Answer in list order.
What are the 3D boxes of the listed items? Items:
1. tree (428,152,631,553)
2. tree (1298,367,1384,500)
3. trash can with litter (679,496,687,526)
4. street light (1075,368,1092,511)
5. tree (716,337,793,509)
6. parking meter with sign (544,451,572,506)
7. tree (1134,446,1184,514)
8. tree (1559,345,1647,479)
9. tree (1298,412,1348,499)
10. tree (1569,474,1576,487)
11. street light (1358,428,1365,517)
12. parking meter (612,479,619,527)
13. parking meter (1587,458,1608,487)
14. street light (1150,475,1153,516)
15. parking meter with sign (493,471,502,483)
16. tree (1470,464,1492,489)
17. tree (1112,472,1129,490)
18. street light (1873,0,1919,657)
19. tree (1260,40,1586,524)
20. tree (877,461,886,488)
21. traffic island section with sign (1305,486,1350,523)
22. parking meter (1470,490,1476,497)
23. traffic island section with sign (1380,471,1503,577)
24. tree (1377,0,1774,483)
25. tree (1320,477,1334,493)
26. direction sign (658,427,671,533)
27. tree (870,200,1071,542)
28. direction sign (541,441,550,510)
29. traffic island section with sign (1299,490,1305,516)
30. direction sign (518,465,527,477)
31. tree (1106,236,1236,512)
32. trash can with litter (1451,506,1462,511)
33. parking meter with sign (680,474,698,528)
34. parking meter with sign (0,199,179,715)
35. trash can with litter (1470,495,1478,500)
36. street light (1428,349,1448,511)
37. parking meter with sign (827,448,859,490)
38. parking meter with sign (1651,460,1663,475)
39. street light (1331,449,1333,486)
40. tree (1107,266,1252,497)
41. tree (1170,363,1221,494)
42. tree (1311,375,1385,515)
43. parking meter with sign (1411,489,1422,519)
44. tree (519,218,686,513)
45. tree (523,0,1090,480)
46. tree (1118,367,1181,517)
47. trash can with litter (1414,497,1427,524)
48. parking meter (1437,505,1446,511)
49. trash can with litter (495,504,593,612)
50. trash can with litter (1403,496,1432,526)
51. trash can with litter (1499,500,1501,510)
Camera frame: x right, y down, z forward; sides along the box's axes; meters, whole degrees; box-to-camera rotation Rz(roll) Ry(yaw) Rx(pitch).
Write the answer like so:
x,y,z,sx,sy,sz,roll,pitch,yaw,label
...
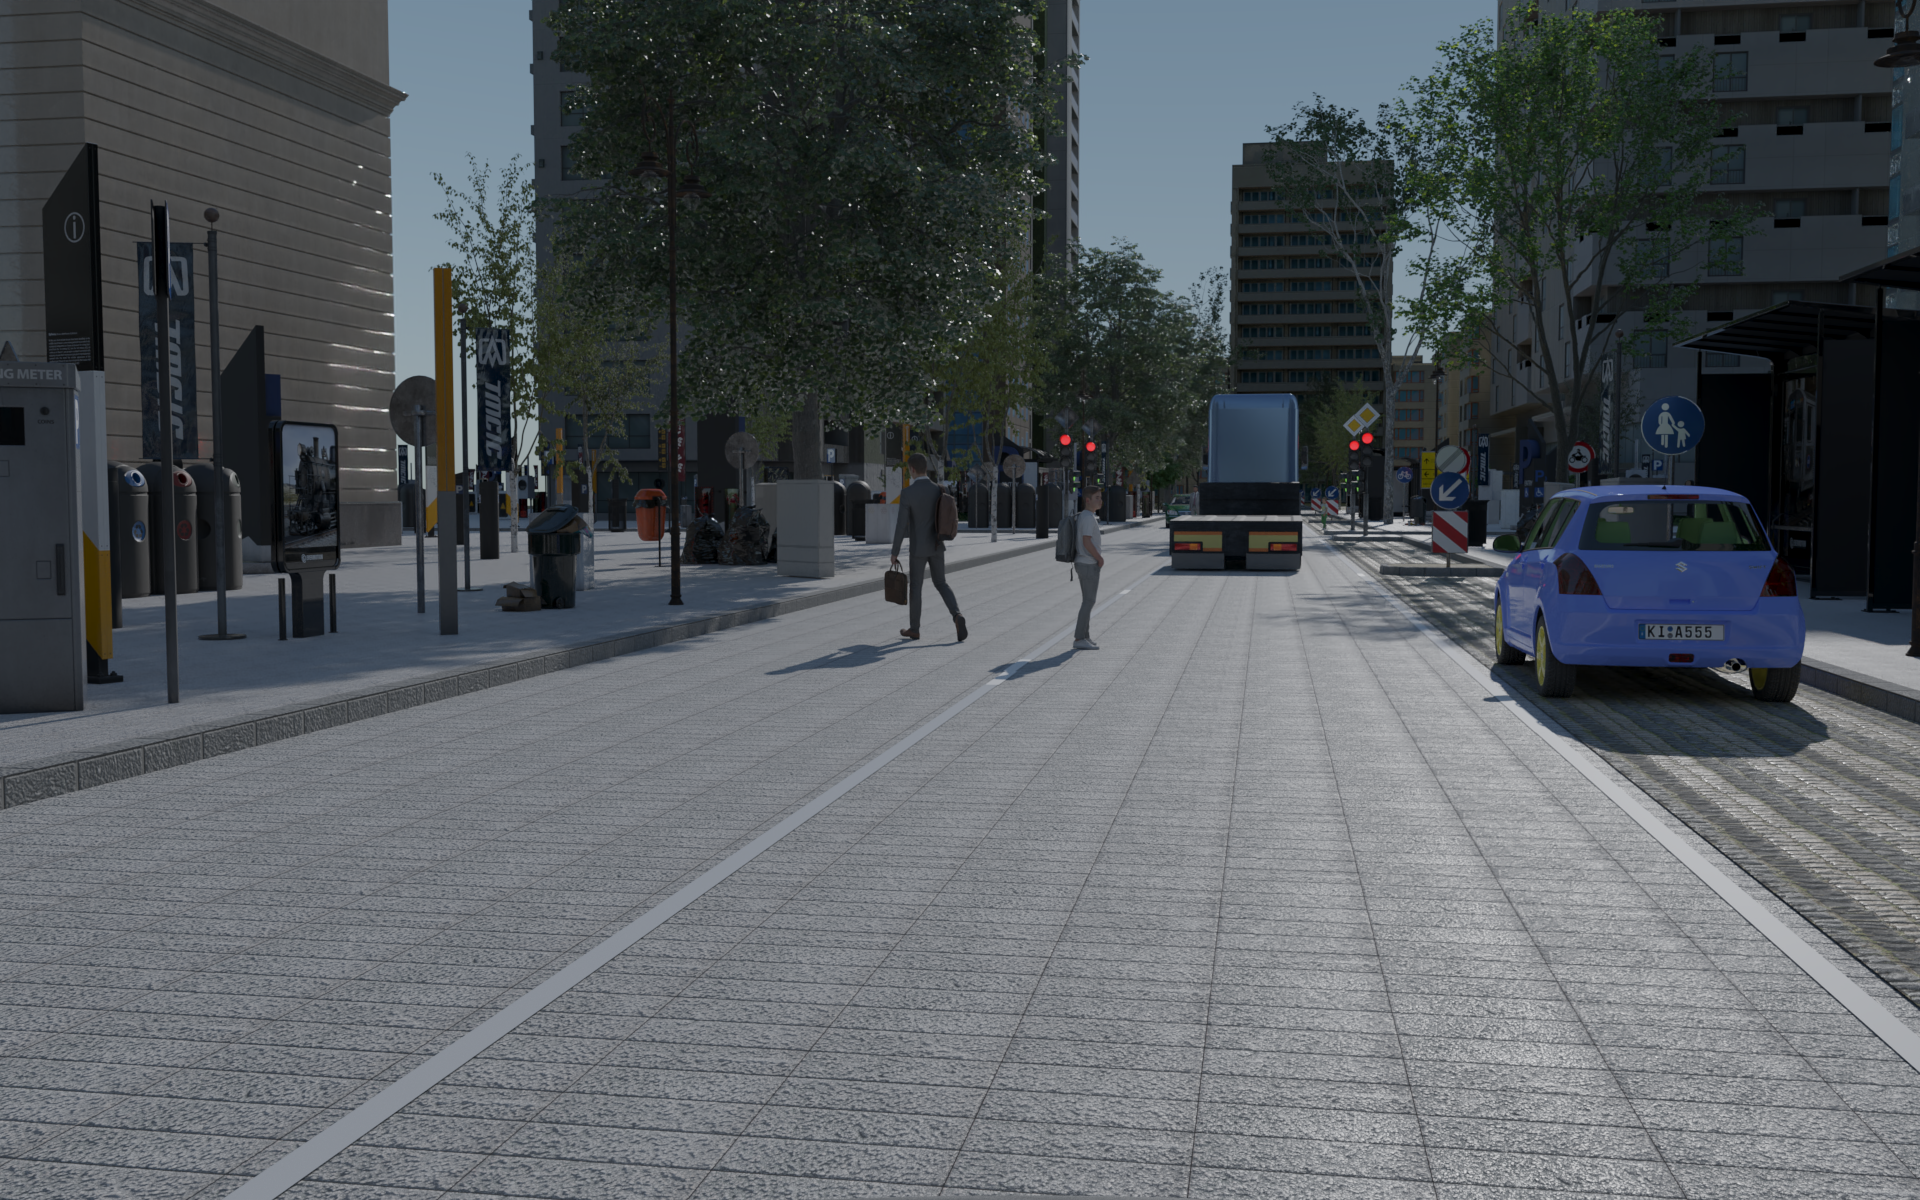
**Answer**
x,y,z,sx,sy,sz,roll,pitch,yaw,label
-9.596,-5.336,37.610,4.737,8.622,4.395,0,3,0,tree
27.356,-11.746,126.456,8.767,10.594,7.601,-2,4,-30,tree
-10.951,-3.605,69.996,1.678,1.210,2.233,1,4,12,trash can with litter
4.520,-5.546,63.469,0.468,5.910,1.993,1,4,10,street light
-8.856,-7.676,75.861,4.737,8.622,4.395,0,3,0,tree
-16.035,-4.531,70.339,0.543,3.016,1.738,2,4,33,parking meter with sign
12.990,-7.970,114.016,4.285,4.588,4.351,0,3,0,tree
31.585,-8.220,84.757,4.360,8.622,3.978,0,3,0,tree
43.758,-17.880,210.468,7.486,12.596,7.792,0,3,0,tree
31.087,-5.826,89.859,1.663,3.219,1.824,0,3,0,tree
22.109,-7.517,95.698,0.468,5.910,1.993,1,4,10,street light
-13.441,-3.783,67.558,0.255,1.863,0.399,-1,4,-14,parking meter
10.393,-1.380,28.268,0.255,1.863,0.399,1,4,9,parking meter
11.300,-7.911,102.128,0.468,5.910,1.993,1,4,10,street light
-27.769,-6.510,102.699,0.543,3.016,1.738,1,4,9,parking meter with sign
29.802,-6.320,97.929,1.663,3.219,1.824,0,3,0,tree
12.302,-8.565,134.645,1.663,3.219,1.824,0,3,0,tree
7.582,-2.492,13.524,0.468,5.910,1.993,1,4,10,street light
19.342,-13.239,72.339,12.611,20.169,13.585,0,3,0,tree
-3.299,-5.774,89.006,1.663,3.219,1.824,0,3,0,tree
18.195,-4.692,85.345,1.989,1.847,2.006,1,4,10,traffic island section with sign
35.454,-6.812,119.784,0.372,1.533,0.369,0,3,0,parking meter
8.549,-1.363,30.911,1.989,1.847,2.006,1,4,10,traffic island section with sign
12.566,-6.725,35.715,9.928,11.665,9.643,0,3,0,tree
37.318,-11.082,175.791,1.663,3.219,1.824,0,3,0,tree
-9.644,-4.001,57.412,0.876,3.537,0.379,2,4,29,direction sign
-0.322,-5.364,38.068,4.737,8.622,4.395,0,3,0,tree
-17.864,-5.057,74.686,0.379,3.537,0.876,-3,4,-38,direction sign
22.979,-6.351,112.461,1.989,1.847,2.006,1,4,10,traffic island section with sign
-33.768,-8.680,133.916,0.379,3.537,0.876,3,5,44,direction sign
7.454,-10.941,85.543,9.857,13.997,8.962,0,3,0,tree
14.846,-2.424,51.015,0.624,1.170,1.055,-1,4,-9,trash can with litter
-9.819,-4.283,66.286,1.738,3.016,0.543,-2,4,-25,parking meter with sign
-5.589,-0.854,10.221,1.738,3.016,0.543,-1,4,-23,parking meter with sign
30.306,-5.623,102.996,1.678,1.210,2.233,-3,5,-40,trash can with litter
14.350,-4.854,52.148,0.468,5.910,1.993,1,4,10,street light
-4.253,-4.313,66.781,1.738,3.016,0.543,-3,5,-39,parking meter with sign
35.428,-5.662,88.831,0.543,3.016,1.738,0,4,2,parking meter with sign
28.906,-9.879,134.316,0.468,5.910,1.993,1,4,10,street light
19.191,-17.569,143.135,12.611,20.169,13.585,0,3,0,tree
20.727,-15.108,157.383,12.009,13.543,11.850,0,3,0,tree
23.632,-9.485,105.446,4.737,8.622,4.395,0,3,0,tree
24.093,-5.673,89.011,1.738,3.016,0.543,2,4,33,parking meter with sign
-9.849,-5.908,46.954,4.360,8.622,3.978,0,3,0,tree
-2.503,-7.451,28.476,9.857,13.997,8.962,0,3,0,tree
10.344,-9.018,97.806,4.360,8.622,3.978,0,3,0,tree
19.294,-3.756,72.791,0.624,1.170,1.055,1,4,15,trash can with litter
18.439,-3.542,66.327,0.372,1.533,0.369,0,3,0,parking meter
-4.619,-0.479,19.216,0.624,1.170,1.055,2,4,27,trash can with litter
19.014,-3.635,70.496,2.233,1.210,1.678,0,4,1,trash can with litter
28.707,-4.970,92.642,0.624,1.170,1.055,2,4,35,trash can with litter
